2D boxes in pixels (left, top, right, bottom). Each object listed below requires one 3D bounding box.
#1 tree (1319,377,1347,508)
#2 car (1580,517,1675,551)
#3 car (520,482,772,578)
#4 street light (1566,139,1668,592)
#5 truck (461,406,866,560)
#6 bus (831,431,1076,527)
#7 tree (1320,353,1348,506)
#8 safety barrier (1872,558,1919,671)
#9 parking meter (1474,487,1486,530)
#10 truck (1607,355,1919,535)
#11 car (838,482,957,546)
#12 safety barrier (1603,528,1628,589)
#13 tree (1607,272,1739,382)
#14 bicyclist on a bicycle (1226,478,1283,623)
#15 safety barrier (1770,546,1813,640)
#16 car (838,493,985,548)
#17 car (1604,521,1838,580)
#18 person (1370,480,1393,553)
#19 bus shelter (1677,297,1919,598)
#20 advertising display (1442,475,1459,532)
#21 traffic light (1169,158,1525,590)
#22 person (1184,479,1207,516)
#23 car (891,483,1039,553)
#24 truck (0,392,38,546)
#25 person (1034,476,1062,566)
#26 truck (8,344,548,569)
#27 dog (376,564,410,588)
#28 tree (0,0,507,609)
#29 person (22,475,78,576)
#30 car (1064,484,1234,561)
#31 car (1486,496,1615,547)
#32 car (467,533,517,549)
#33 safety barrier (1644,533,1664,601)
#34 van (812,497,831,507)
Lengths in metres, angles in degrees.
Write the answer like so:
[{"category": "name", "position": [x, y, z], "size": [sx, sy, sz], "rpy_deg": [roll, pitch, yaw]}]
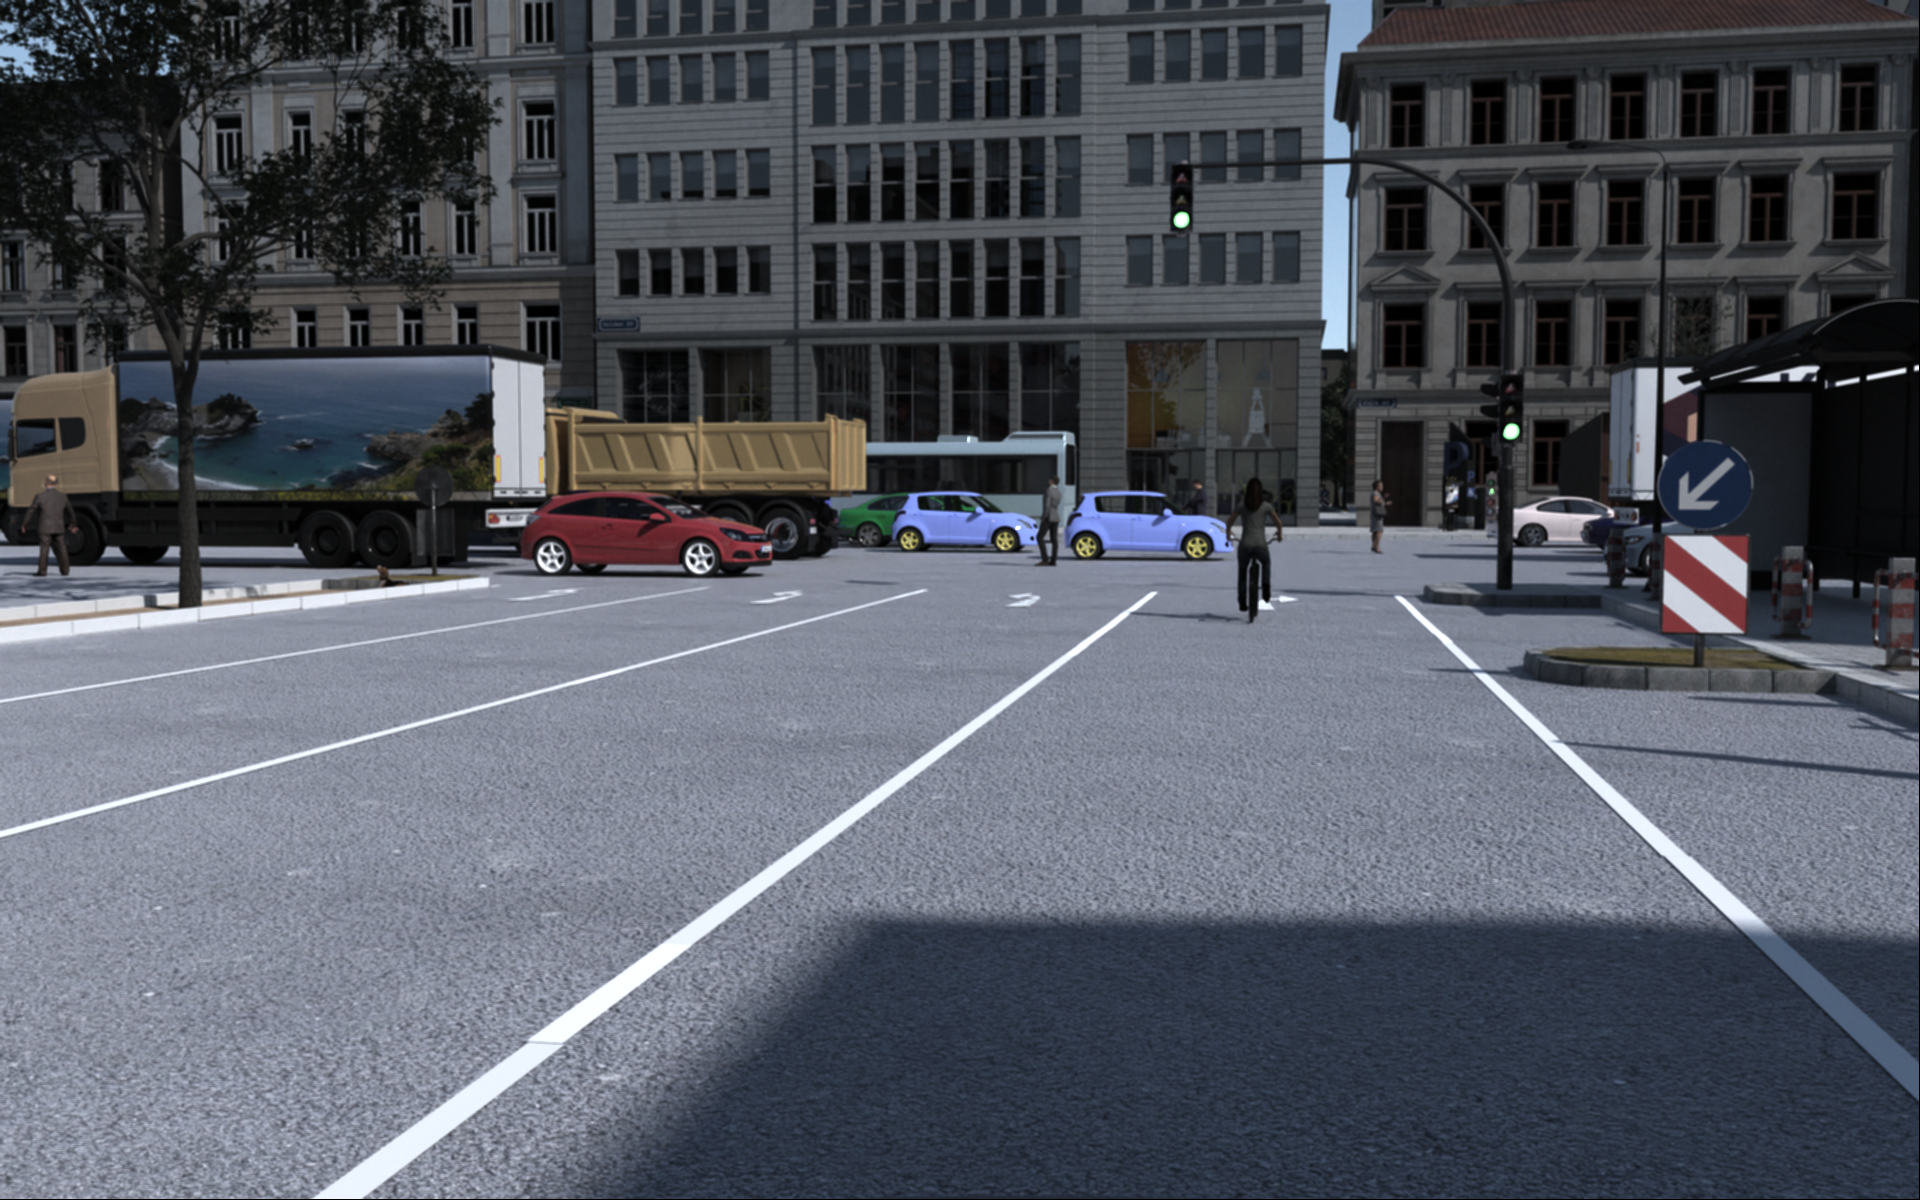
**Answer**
[{"category": "tree", "position": [35.703, -14.587, 160.553], "size": [6.751, 12.117, 7.091], "rpy_deg": [0, 3, 0]}, {"category": "car", "position": [17.091, -1.789, 41.831], "size": [3.894, 1.354, 1.945], "rpy_deg": [1, 4, 12]}, {"category": "car", "position": [-5.510, -1.320, 30.620], "size": [4.494, 1.783, 2.155], "rpy_deg": [1, 4, 13]}, {"category": "street light", "position": [8.625, -3.069, 22.726], "size": [1.470, 5.913, 1.316], "rpy_deg": [1, 4, 11]}, {"category": "truck", "position": [-7.139, -2.645, 39.169], "size": [9.791, 3.379, 3.469], "rpy_deg": [1, 4, 12]}, {"category": "bus", "position": [-3.202, -3.546, 52.833], "size": [13.247, 3.499, 2.948], "rpy_deg": [1, 4, 11]}, {"category": "tree", "position": [31.368, -13.204, 132.899], "size": [9.611, 12.733, 9.660], "rpy_deg": [0, 3, 0]}, {"category": "safety barrier", "position": [6.851, 0.101, 12.618], "size": [0.300, 0.817, 1.120], "rpy_deg": [1, 4, 11]}, {"category": "parking meter", "position": [18.802, -3.316, 62.634], "size": [0.372, 1.533, 0.369], "rpy_deg": [0, 3, 0]}, {"category": "truck", "position": [19.493, -2.866, 35.767], "size": [11.283, 4.237, 2.839], "rpy_deg": [1, 4, 10]}, {"category": "car", "position": [-1.385, -2.470, 49.181], "size": [4.718, 1.807, 1.959], "rpy_deg": [1, 4, 12]}, {"category": "safety barrier", "position": [8.929, -0.568, 23.562], "size": [0.300, 0.817, 1.120], "rpy_deg": [1, 4, 11]}, {"category": "tree", "position": [24.093, -6.585, 58.031], "size": [4.360, 8.622, 3.978], "rpy_deg": [0, 3, 0]}, {"category": "bicyclist on a bicycle", "position": [3.344, -0.593, 19.714], "size": [1.499, 1.676, 1.625], "rpy_deg": [1, 4, 12]}, {"category": "safety barrier", "position": [7.371, -0.066, 15.350], "size": [0.300, 0.817, 1.120], "rpy_deg": [1, 4, 11]}, {"category": "car", "position": [-0.962, -2.315, 46.654], "size": [4.718, 1.807, 1.959], "rpy_deg": [1, 4, 9]}, {"category": "car", "position": [13.549, -1.102, 30.023], "size": [4.499, 1.417, 2.014], "rpy_deg": [1, 4, 10]}, {"category": "person", "position": [10.163, -2.018, 41.857], "size": [0.532, 1.782, 0.716], "rpy_deg": [1, 4, 20]}, {"category": "bus shelter", "position": [10.171, -1.630, 20.582], "size": [2.014, 3.302, 5.546], "rpy_deg": [1, 4, 11]}, {"category": "advertising display", "position": [16.879, -3.326, 59.588], "size": [0.123, 1.923, 0.974], "rpy_deg": [3, 5, 44]}, {"category": "traffic light", "position": [5.235, -2.985, 23.472], "size": [4.771, 5.953, 1.251], "rpy_deg": [1, 4, 11]}, {"category": "person", "position": [5.342, -1.868, 39.486], "size": [0.568, 1.767, 0.683], "rpy_deg": [1, 4, 13]}, {"category": "car", "position": [0.166, -2.046, 43.047], "size": [3.694, 1.707, 1.945], "rpy_deg": [1, 4, 10]}, {"category": "truck", "position": [-27.736, -3.676, 49.021], "size": [11.283, 4.237, 2.839], "rpy_deg": [1, 4, 10]}, {"category": "person", "position": [1.768, -1.583, 34.571], "size": [0.592, 1.802, 0.473], "rpy_deg": [-3, 5, -39]}, {"category": "truck", "position": [-13.989, -2.795, 34.619], "size": [11.283, 4.237, 2.839], "rpy_deg": [1, 4, 11]}, {"category": "dog", "position": [-8.237, -0.299, 25.080], "size": [0.550, 0.427, 0.748], "rpy_deg": [-3, 5, -41]}, {"category": "tree", "position": [-9.263, -5.150, 21.064], "size": [8.767, 10.594, 7.601], "rpy_deg": [1, 4, 11]}, {"category": "person", "position": [-15.936, -1.299, 30.293], "size": [0.434, 1.755, 0.990], "rpy_deg": [3, 4, 37]}, {"category": "car", "position": [4.135, -1.735, 37.962], "size": [3.694, 1.707, 1.945], "rpy_deg": [1, 4, 10]}, {"category": "car", "position": [16.815, -2.125, 47.099], "size": [4.827, 1.381, 2.083], "rpy_deg": [1, 4, 9]}, {"category": "car", "position": [-11.818, -1.898, 43.038], "size": [4.499, 1.417, 2.014], "rpy_deg": [1, 4, 12]}, {"category": "safety barrier", "position": [8.411, -0.401, 20.830], "size": [0.300, 0.817, 1.120], "rpy_deg": [1, 4, 11]}, {"category": "van", "position": [-6.124, -2.588, 46.693], "size": [5.245, 2.365, 2.240], "rpy_deg": [1, 4, 12]}]
